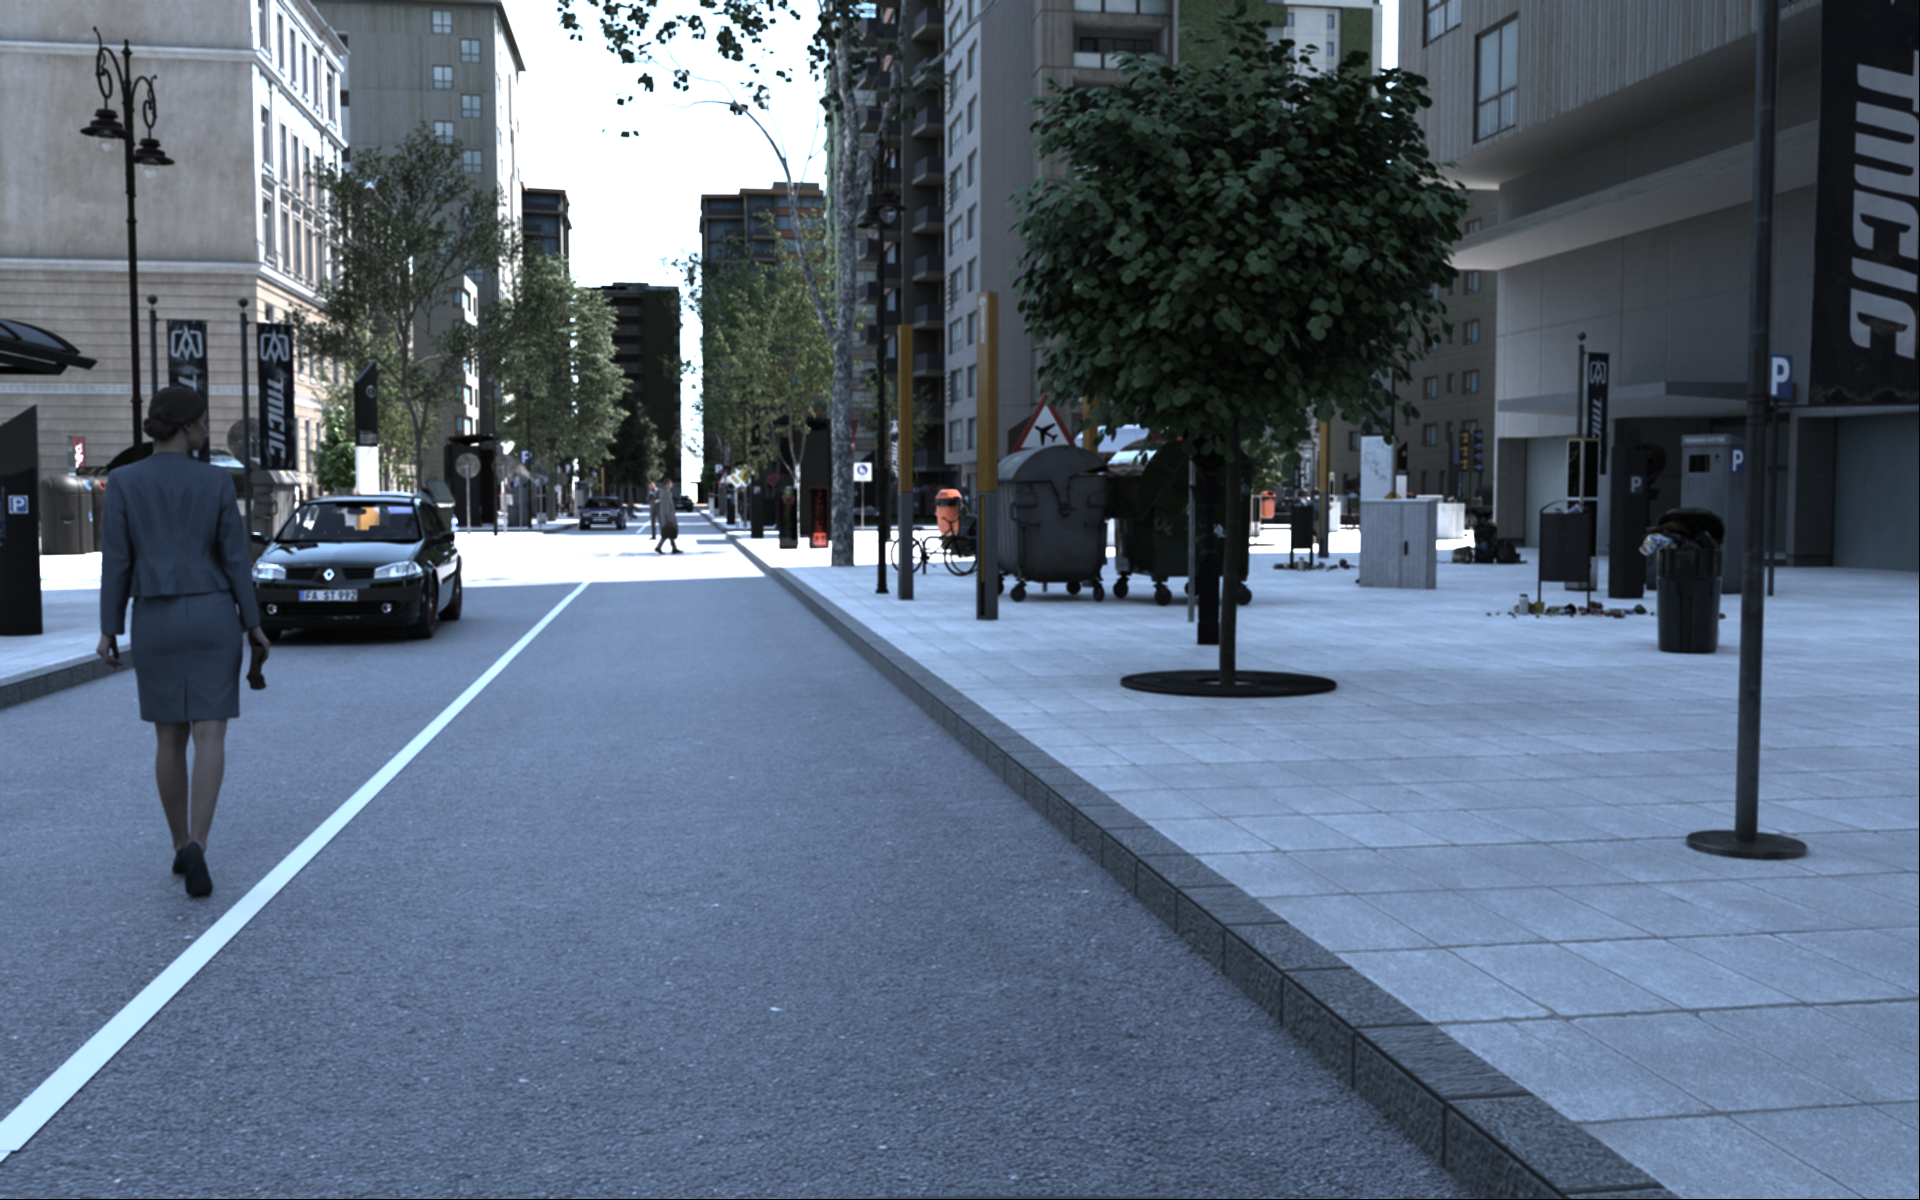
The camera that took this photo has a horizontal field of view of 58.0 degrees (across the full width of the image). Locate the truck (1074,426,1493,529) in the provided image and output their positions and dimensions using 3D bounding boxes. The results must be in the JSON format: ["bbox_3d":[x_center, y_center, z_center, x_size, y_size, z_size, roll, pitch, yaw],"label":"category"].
[{"bbox_3d":[12.816,-4.635,65.549,18.799,4.110,2.967,-1,4,-11],"label":"truck"}]

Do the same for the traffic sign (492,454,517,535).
[{"bbox_3d":[-14.391,-3.341,54.727,0.768,2.556,0.104,0,4,-6],"label":"traffic sign"}]

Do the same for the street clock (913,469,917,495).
[{"bbox_3d":[-1.409,-2.611,47.254,0.471,2.002,0.358,0,4,4],"label":"street clock"}]

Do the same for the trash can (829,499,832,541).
[{"bbox_3d":[-3.716,-2.197,47.582,0.748,1.137,0.748,0,3,0],"label":"trash can"}]

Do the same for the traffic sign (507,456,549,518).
[{"bbox_3d":[-23.027,-6.023,92.346,2.265,3.308,0.079,0,4,-3],"label":"traffic sign"}]

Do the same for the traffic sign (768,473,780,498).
[{"bbox_3d":[-11.540,-6.556,107.301,0.768,2.556,0.104,0,4,-6],"label":"traffic sign"}]

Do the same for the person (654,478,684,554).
[{"bbox_3d":[-6.970,-2.011,41.486,0.767,1.812,0.694,-1,4,-18],"label":"person"}]

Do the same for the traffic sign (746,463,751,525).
[{"bbox_3d":[-8.590,-4.349,71.217,0.768,2.556,0.104,0,4,-3],"label":"traffic sign"}]

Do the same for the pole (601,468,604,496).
[{"bbox_3d":[-27.407,-8.506,132.909,0.158,3.312,0.155,0,3,0],"label":"pole"}]

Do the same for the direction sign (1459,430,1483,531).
[{"bbox_3d":[17.953,-4.216,60.935,0.876,3.537,0.379,-1,4,-12],"label":"direction sign"}]

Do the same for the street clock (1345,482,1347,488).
[{"bbox_3d":[20.166,-5.193,89.471,0.358,2.002,0.471,-3,5,-44],"label":"street clock"}]

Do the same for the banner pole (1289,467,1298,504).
[{"bbox_3d":[20.354,-7.066,105.545,0.863,3.779,0.401,0,4,6],"label":"banner pole"}]

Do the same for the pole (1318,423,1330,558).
[{"bbox_3d":[7.314,-2.502,34.752,0.158,3.312,0.155,0,3,0],"label":"pole"}]

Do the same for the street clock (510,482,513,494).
[{"bbox_3d":[-23.322,-5.280,90.896,0.358,2.002,0.471,3,5,44],"label":"street clock"}]

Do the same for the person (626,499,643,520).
[{"bbox_3d":[-18.280,-5.038,96.366,1.012,1.151,0.738,2,4,34],"label":"person"}]

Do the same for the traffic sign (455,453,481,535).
[{"bbox_3d":[-15.320,-3.293,53.955,0.768,2.556,0.104,0,4,-4],"label":"traffic sign"}]

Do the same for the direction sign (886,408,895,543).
[{"bbox_3d":[-1.876,-3.297,45.911,0.379,3.537,0.876,0,4,1],"label":"direction sign"}]

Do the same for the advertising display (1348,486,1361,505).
[{"bbox_3d":[22.554,-5.715,98.660,0.974,1.923,0.123,3,5,42],"label":"advertising display"}]

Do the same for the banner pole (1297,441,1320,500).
[{"bbox_3d":[16.509,-5.607,81.689,0.863,3.779,0.401,-2,4,-33],"label":"banner pole"}]

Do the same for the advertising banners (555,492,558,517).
[{"bbox_3d":[-22.841,-6.151,96.750,0.090,3.025,2.074,0,4,6],"label":"advertising banners"}]

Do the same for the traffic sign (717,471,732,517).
[{"bbox_3d":[-12.899,-5.821,95.182,0.884,2.594,0.081,0,4,-6],"label":"traffic sign"}]

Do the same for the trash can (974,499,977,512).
[{"bbox_3d":[0.795,-2.653,55.026,0.748,1.137,0.748,0,3,0],"label":"trash can"}]

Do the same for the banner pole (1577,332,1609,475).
[{"bbox_3d":[9.803,-2.261,26.979,0.863,3.779,0.401,-2,4,-29],"label":"banner pole"}]

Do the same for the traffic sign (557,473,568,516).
[{"bbox_3d":[-23.657,-6.288,102.920,0.768,2.556,0.104,0,4,-3],"label":"traffic sign"}]

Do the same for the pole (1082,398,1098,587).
[{"bbox_3d":[1.788,-1.833,23.810,0.158,3.312,0.155,0,3,0],"label":"pole"}]

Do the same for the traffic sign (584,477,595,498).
[{"bbox_3d":[-27.301,-7.802,127.669,0.768,2.556,0.104,0,4,-2],"label":"traffic sign"}]

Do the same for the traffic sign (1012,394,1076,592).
[{"bbox_3d":[1.110,-1.382,22.597,0.884,2.594,0.081,0,4,-6],"label":"traffic sign"}]

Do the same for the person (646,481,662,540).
[{"bbox_3d":[-9.550,-2.823,54.455,0.655,1.846,0.447,1,4,9],"label":"person"}]

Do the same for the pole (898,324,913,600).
[{"bbox_3d":[-0.660,-1.659,20.973,0.158,3.312,0.155,0,3,0],"label":"pole"}]

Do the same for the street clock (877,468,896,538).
[{"bbox_3d":[-2.006,-2.619,47.395,0.471,2.002,0.358,2,4,32],"label":"street clock"}]

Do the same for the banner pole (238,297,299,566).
[{"bbox_3d":[-8.948,-1.974,22.297,0.863,3.779,0.401,-3,5,-41],"label":"banner pole"}]

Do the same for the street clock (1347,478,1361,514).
[{"bbox_3d":[18.252,-4.610,79.949,0.471,2.002,0.358,0,4,-1],"label":"street clock"}]

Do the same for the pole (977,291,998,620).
[{"bbox_3d":[0.279,-1.453,17.599,0.158,3.312,0.155,0,3,0],"label":"pole"}]

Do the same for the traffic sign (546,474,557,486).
[{"bbox_3d":[-21.202,-5.361,89.783,0.606,2.300,0.079,0,4,-5],"label":"traffic sign"}]

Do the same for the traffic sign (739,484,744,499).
[{"bbox_3d":[-13.288,-6.356,106.054,0.606,2.300,0.079,0,4,-2],"label":"traffic sign"}]

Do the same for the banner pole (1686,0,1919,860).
[{"bbox_3d":[3.052,-0.981,6.054,0.863,3.779,0.401,2,4,26],"label":"banner pole"}]

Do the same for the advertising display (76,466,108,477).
[{"bbox_3d":[-20.189,-2.159,40.508,0.974,1.923,0.123,1,4,12],"label":"advertising display"}]

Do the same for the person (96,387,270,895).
[{"bbox_3d":[-2.850,0.136,6.305,0.581,1.822,0.654,-1,4,-8],"label":"person"}]

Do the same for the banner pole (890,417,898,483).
[{"bbox_3d":[-1.725,-3.616,49.143,0.863,3.779,0.401,3,4,37],"label":"banner pole"}]

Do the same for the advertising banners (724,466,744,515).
[{"bbox_3d":[-14.049,-6.829,107.840,0.090,3.025,2.074,2,4,30],"label":"advertising banners"}]

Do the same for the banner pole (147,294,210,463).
[{"bbox_3d":[-9.890,-1.947,21.851,0.863,3.779,0.401,-1,4,-14],"label":"banner pole"}]

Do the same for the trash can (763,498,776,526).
[{"bbox_3d":[-7.672,-3.524,69.278,0.748,1.137,0.748,0,3,0],"label":"trash can"}]

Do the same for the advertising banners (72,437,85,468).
[{"bbox_3d":[-26.912,-3.540,54.064,0.090,3.025,2.074,1,4,15],"label":"advertising banners"}]

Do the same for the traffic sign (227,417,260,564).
[{"bbox_3d":[-11.749,-1.752,28.749,0.768,2.556,0.104,-1,4,-8],"label":"traffic sign"}]

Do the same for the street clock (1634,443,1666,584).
[{"bbox_3d":[9.805,-1.233,24.734,0.358,2.002,0.471,-1,4,-22],"label":"street clock"}]

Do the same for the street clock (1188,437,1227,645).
[{"bbox_3d":[2.128,-0.623,14.764,0.471,2.002,0.358,1,4,9],"label":"street clock"}]

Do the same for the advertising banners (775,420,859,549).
[{"bbox_3d":[-3.339,-2.717,40.610,2.074,3.025,0.090,-2,4,-24],"label":"advertising banners"}]

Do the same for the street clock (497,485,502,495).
[{"bbox_3d":[-35.663,-7.907,133.842,0.471,2.002,0.358,-1,4,-10],"label":"street clock"}]
